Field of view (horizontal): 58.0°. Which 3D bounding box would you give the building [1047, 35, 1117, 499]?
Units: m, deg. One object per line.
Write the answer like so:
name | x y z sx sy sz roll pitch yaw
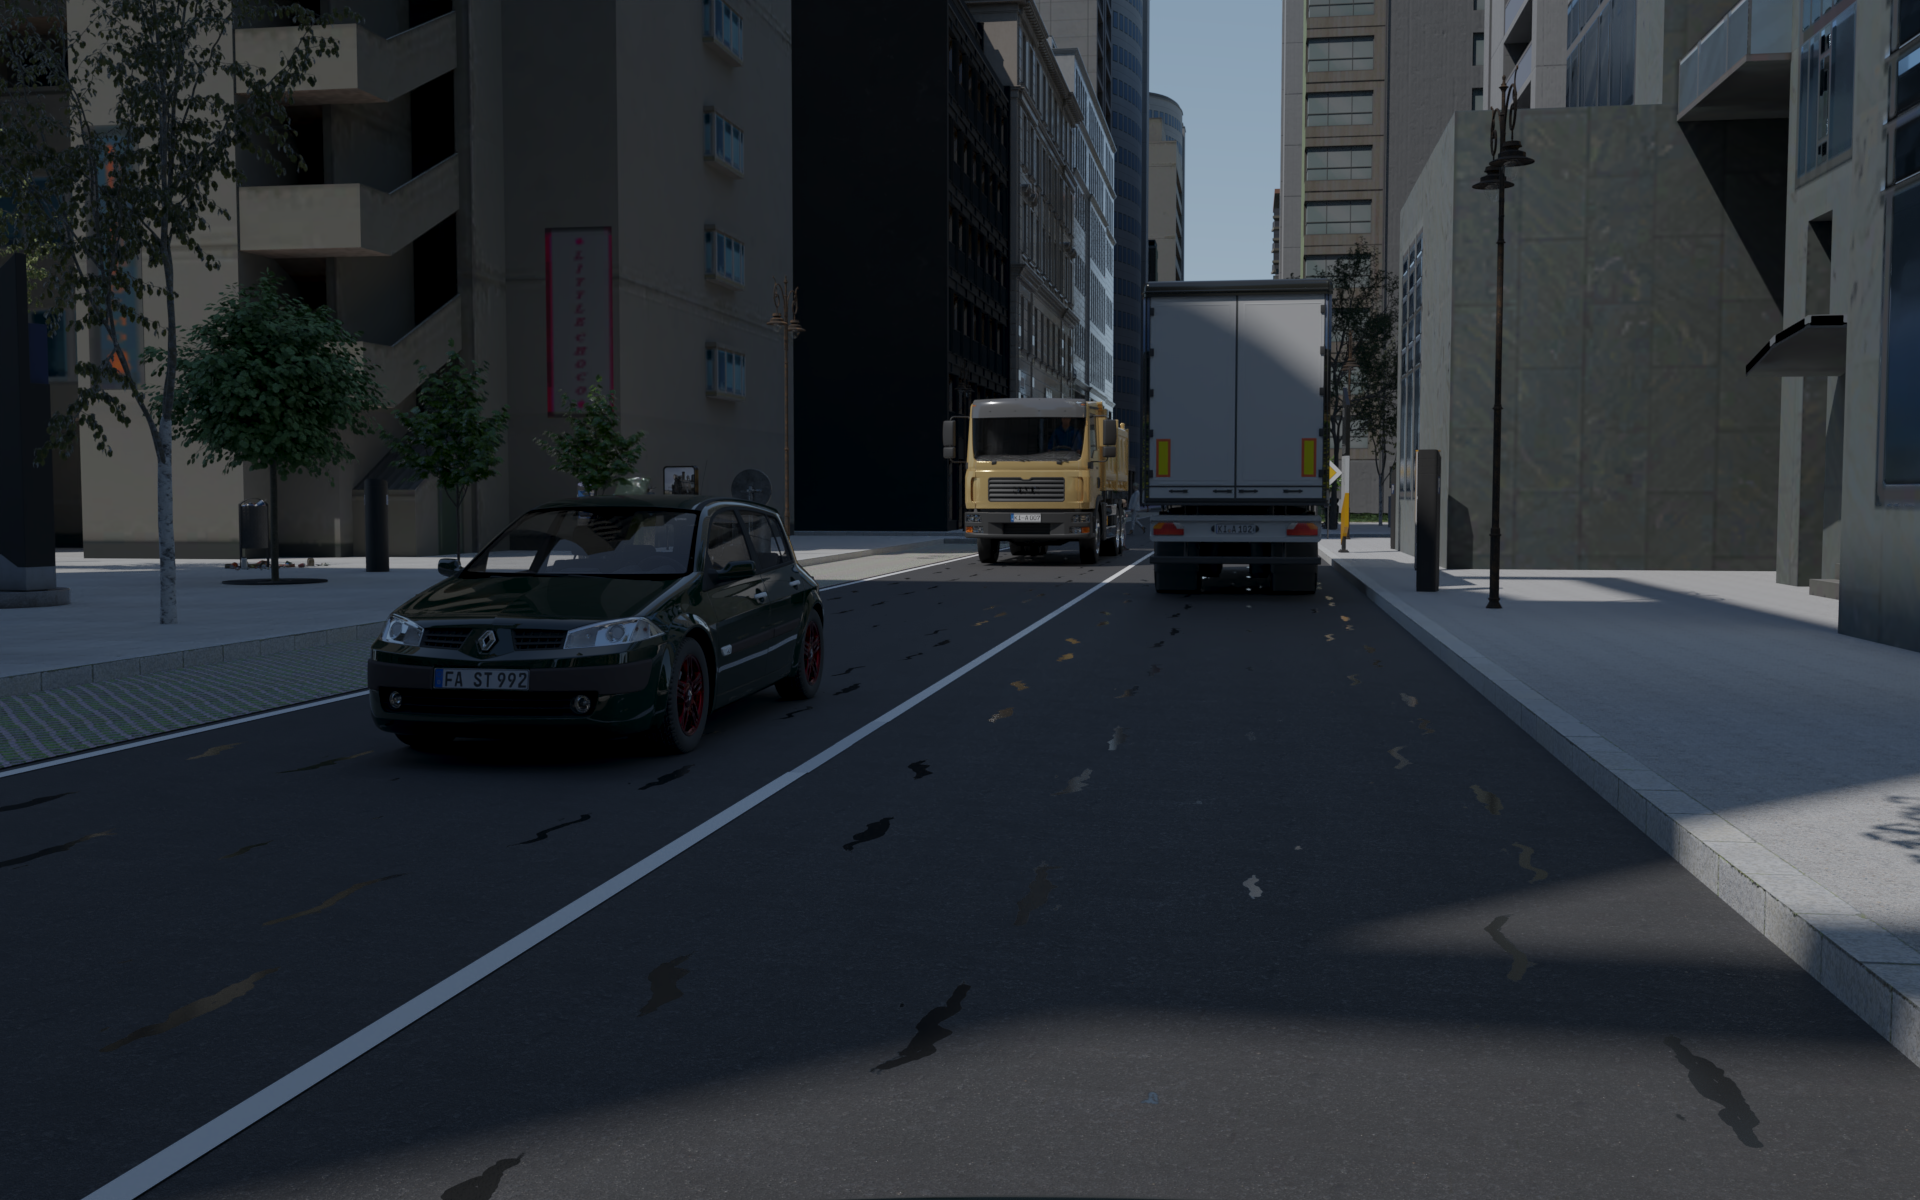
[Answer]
building | 3.581 -20.586 114.076 11.434 29.767 29.804 1 4 9

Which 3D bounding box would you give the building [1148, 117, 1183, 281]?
building | 18.000 -36.950 227.834 21.300 48.544 21.600 1 4 9

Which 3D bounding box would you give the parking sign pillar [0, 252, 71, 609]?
parking sign pillar | -11.059 -1.918 19.837 1.447 3.967 1.447 1 4 21

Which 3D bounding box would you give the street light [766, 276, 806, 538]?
street light | -3.685 -3.916 36.808 0.468 5.910 1.993 1 4 9

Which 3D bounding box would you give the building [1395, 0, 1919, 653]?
building | 18.502 -43.272 20.177 22.319 86.520 31.000 1 4 9

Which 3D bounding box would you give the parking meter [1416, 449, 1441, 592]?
parking meter | 6.179 -1.047 22.831 0.255 1.863 0.399 1 4 23

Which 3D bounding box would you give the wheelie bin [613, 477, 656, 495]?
wheelie bin | -6.117 -1.505 32.508 0.980 1.594 0.693 1 4 17

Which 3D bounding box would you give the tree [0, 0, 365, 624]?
tree | -8.069 -4.066 16.849 4.360 8.622 3.978 0 3 0

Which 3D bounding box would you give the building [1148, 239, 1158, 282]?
building | 14.233 -25.578 189.908 14.160 30.474 14.107 1 4 9

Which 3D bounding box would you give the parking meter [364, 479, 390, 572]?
parking meter | -9.618 -1.232 28.561 0.372 1.533 0.369 0 3 0

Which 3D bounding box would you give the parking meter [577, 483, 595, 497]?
parking meter | -7.081 -1.501 32.947 0.372 1.533 0.369 0 3 0

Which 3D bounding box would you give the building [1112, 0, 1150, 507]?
building | 6.971 -38.302 168.242 21.231 58.520 28.212 1 4 9

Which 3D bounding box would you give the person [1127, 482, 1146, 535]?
person | 6.238 -3.222 61.065 0.818 1.842 0.514 -1 4 -17

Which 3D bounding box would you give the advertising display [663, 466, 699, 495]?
advertising display | -6.374 -2.102 39.576 0.974 1.923 0.123 2 4 33

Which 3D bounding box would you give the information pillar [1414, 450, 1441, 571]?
information pillar | 7.827 -1.500 29.013 0.304 2.012 0.304 3 5 41

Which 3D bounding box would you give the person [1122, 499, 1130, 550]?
person | 4.157 -1.918 44.134 0.394 1.301 0.425 -1 4 -17

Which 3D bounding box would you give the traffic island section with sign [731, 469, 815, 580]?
traffic island section with sign | -3.311 -1.099 26.589 1.989 1.847 2.006 1 4 9

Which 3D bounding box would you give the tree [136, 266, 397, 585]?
tree | -9.833 -2.521 24.925 4.285 4.588 4.351 0 3 0

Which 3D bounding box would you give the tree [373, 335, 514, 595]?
tree | -6.305 -1.629 21.228 1.663 3.219 1.824 0 3 0

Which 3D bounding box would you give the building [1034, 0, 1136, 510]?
building | 4.222 -43.141 143.612 20.563 71.187 20.611 1 4 9

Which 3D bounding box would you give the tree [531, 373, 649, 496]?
tree | -5.707 -2.024 27.690 1.663 3.219 1.824 0 3 0

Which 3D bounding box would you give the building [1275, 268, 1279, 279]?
building | 47.068 -27.471 220.844 14.160 30.474 14.107 1 4 9

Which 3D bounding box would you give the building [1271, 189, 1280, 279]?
building | 54.551 -35.894 241.483 22.147 44.769 28.867 1 4 9

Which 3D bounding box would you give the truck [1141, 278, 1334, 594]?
truck | 4.528 -2.404 28.226 2.839 4.237 11.283 1 4 9

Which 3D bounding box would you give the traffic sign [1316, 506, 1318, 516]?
traffic sign | 11.775 -3.272 57.143 0.795 2.450 0.064 1 4 9

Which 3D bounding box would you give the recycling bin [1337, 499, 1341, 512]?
recycling bin | 17.755 -4.188 81.034 0.722 1.027 0.722 0 4 8

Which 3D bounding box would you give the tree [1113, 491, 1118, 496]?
tree | 11.621 -8.305 130.395 1.663 3.219 1.824 0 3 0

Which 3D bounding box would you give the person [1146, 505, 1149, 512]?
person | 14.650 -7.754 136.066 0.721 1.735 1.217 0 4 5

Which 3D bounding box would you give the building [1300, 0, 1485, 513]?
building | 24.303 -24.674 87.019 14.154 41.232 14.086 1 4 9

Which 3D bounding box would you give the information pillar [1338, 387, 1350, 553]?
information pillar | 8.402 -2.838 37.761 0.183 3.616 0.504 0 4 3

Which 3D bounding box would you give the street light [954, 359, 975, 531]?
street light | 0.160 -5.289 59.258 0.468 5.910 1.993 1 4 9

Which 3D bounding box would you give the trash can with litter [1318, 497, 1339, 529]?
trash can with litter | 13.473 -3.179 63.370 0.624 1.170 1.055 0 4 -7

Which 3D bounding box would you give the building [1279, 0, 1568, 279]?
building | 31.945 -35.029 114.719 21.231 58.520 28.212 1 4 9

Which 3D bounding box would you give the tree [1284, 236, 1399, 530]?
tree | 13.748 -7.809 62.084 7.601 10.594 8.767 0 4 -6

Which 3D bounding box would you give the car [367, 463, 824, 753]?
car | -2.096 -0.069 10.915 2.009 1.686 4.222 1 4 10

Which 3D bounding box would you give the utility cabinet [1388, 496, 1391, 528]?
utility cabinet | 16.962 -3.391 66.610 1.020 1.237 0.306 -1 4 -22

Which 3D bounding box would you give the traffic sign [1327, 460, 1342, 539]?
traffic sign | 10.468 -2.790 49.265 0.795 2.450 0.064 1 4 9

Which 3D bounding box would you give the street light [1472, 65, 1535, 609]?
street light | 5.999 -2.843 19.279 0.468 5.910 1.993 1 4 9

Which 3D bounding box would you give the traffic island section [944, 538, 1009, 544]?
traffic island section | 0.735 -1.754 50.956 2.009 0.180 2.903 1 4 9

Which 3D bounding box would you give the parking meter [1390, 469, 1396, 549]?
parking meter | 10.192 -2.116 40.314 0.255 1.863 0.399 0 4 0

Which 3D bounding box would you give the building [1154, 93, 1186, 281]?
building | 21.536 -43.434 252.143 21.231 58.520 28.212 1 4 9

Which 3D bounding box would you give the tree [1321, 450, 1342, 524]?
tree | 15.845 -4.870 74.232 1.663 3.219 1.824 0 3 0

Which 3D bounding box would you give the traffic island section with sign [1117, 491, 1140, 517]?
traffic island section with sign | 10.187 -6.073 107.929 1.989 1.847 2.006 1 4 9

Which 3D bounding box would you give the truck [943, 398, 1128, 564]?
truck | 2.012 -2.568 37.903 3.469 3.379 9.791 1 4 10

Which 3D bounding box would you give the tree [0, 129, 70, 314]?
tree | -17.238 -4.771 28.373 4.737 8.622 4.395 0 3 0

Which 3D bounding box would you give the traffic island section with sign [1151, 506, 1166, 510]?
traffic island section with sign | 18.321 -9.072 156.958 1.989 1.847 2.006 1 4 9

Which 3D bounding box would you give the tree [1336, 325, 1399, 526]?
tree | 17.025 -7.296 69.656 4.360 8.622 3.978 0 3 0

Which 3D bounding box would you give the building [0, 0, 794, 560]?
building | -17.238 -25.672 43.442 21.600 48.544 21.300 1 4 9

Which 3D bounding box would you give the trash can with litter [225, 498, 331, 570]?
trash can with litter | -11.900 -1.173 30.231 1.678 1.210 2.233 3 4 38

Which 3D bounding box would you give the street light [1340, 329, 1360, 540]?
street light | 10.954 -4.648 48.781 0.468 5.910 1.993 1 4 9

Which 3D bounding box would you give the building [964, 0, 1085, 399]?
building | -1.105 -17.730 87.148 12.463 27.353 25.104 1 4 9

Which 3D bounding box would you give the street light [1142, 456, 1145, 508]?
street light | 17.531 -11.758 165.033 0.468 5.910 1.993 1 4 9

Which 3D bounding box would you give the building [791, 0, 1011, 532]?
building | -5.203 -14.528 67.217 12.332 23.373 15.834 1 4 9
